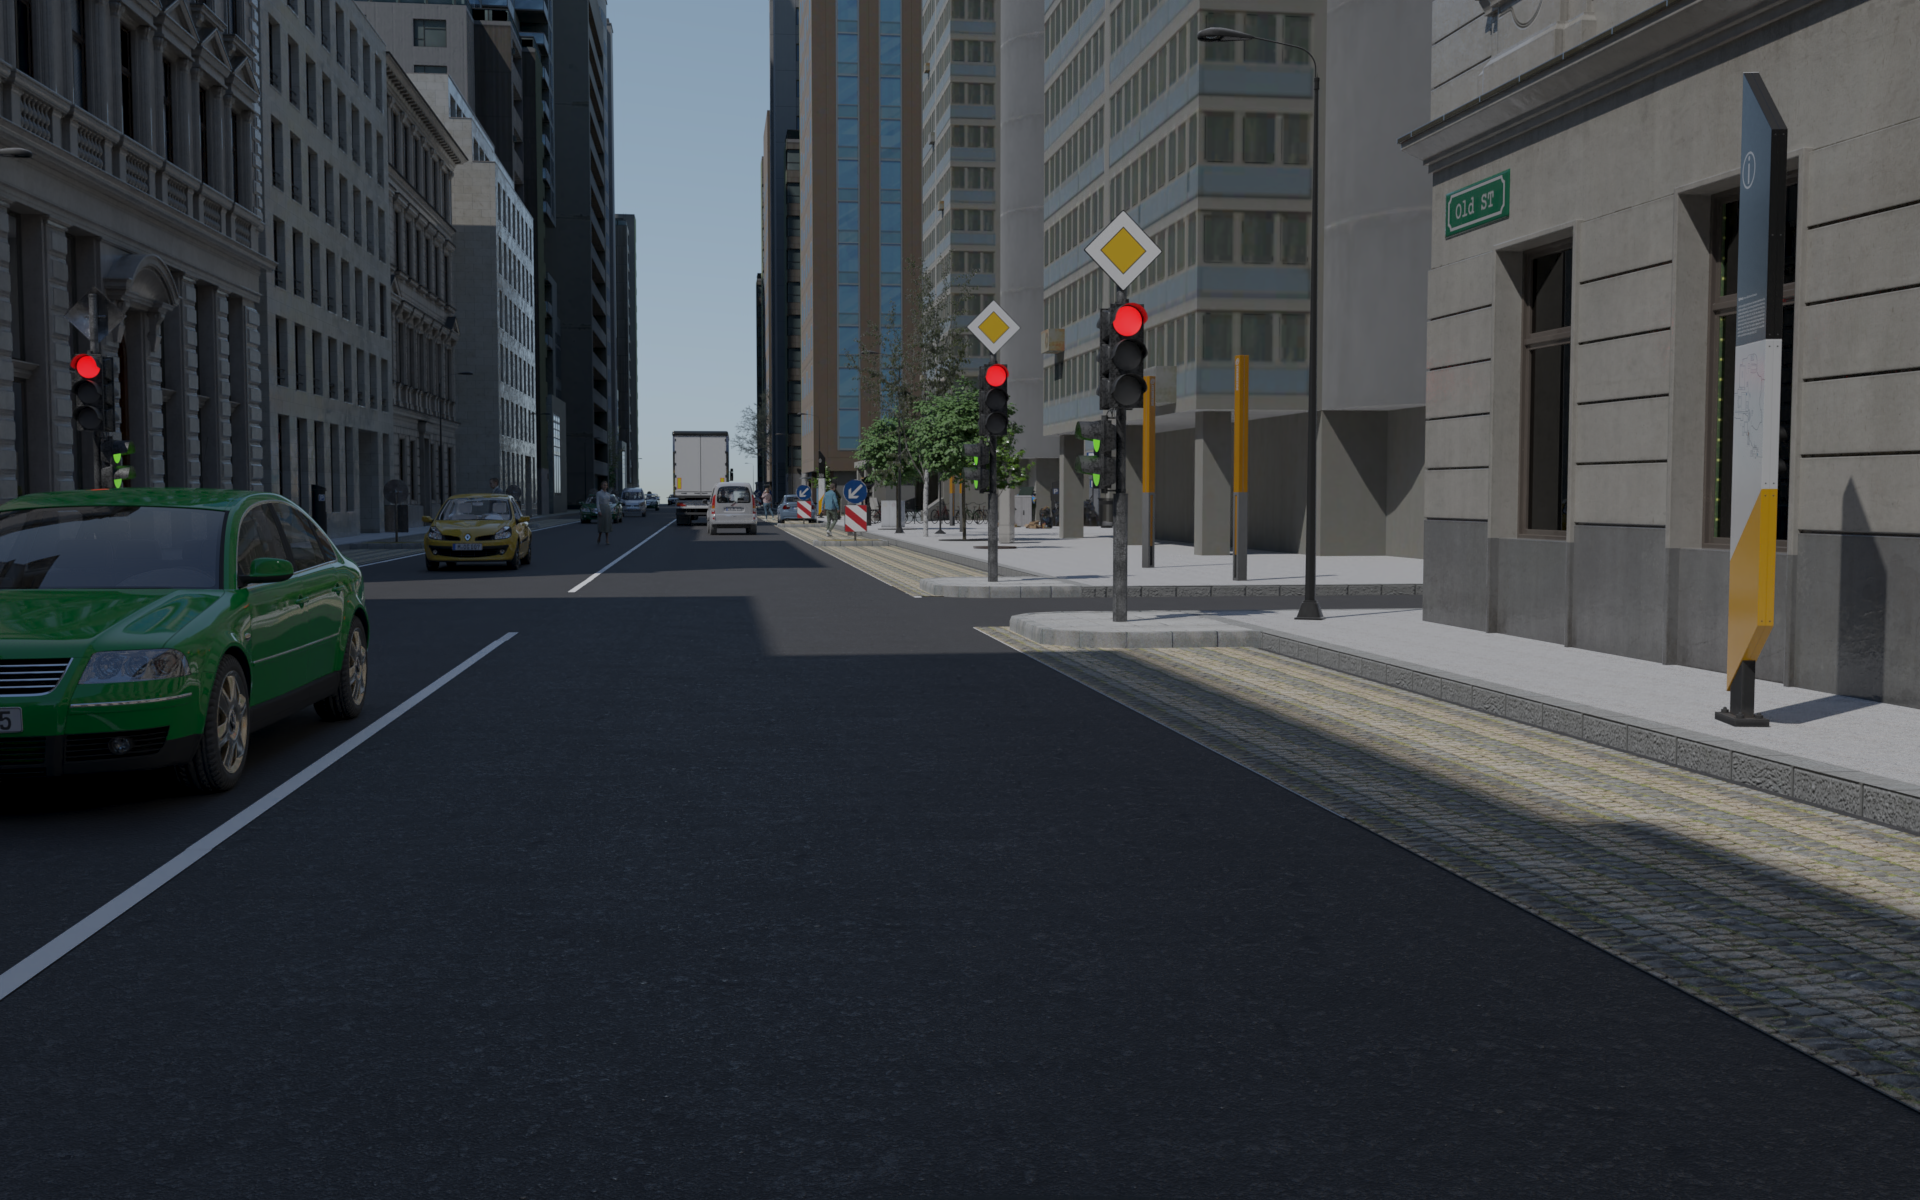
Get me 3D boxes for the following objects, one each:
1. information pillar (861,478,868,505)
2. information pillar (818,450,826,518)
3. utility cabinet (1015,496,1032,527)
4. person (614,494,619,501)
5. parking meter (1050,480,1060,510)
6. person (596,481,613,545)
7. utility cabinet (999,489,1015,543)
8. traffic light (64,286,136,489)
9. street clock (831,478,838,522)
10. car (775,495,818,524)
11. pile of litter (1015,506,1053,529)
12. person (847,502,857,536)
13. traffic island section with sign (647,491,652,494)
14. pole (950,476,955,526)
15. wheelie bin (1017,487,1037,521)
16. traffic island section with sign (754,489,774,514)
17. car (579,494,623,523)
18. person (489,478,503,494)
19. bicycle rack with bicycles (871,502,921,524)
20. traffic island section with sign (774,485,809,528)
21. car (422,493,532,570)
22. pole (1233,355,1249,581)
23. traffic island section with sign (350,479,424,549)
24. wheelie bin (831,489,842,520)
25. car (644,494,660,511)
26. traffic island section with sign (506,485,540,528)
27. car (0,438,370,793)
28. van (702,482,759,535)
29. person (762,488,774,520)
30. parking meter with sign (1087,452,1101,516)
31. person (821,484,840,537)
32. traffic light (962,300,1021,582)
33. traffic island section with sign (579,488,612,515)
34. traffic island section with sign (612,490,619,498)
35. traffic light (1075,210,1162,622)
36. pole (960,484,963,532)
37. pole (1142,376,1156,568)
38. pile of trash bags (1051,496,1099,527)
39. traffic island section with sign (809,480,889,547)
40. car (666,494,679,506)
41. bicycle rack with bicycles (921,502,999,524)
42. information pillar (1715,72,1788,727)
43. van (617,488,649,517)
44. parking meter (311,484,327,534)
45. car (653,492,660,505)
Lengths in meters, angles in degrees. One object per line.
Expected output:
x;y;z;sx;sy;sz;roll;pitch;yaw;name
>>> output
-4.304;-4.539;78.712;0.304;2.012;0.304;-2;4;-35;information pillar
-7.357;-6.171;92.249;0.183;3.616;0.504;-3;5;-45;information pillar
2.309;-3.491;68.245;1.020;1.237;0.306;0;4;-2;utility cabinet
-25.988;-7.254;130.364;0.557;1.426;1.065;3;5;44;person
3.962;-4.063;72.147;0.399;1.863;0.255;0;4;0;parking meter
-10.182;-2.487;49.384;0.478;1.798;0.641;-2;4;-31;person
1.210;-2.238;45.274;0.318;1.500;1.173;0;4;8;utility cabinet
-11.675;-2.113;23.474;0.839;4.253;0.868;0;4;-8;traffic light
-5.818;-4.614;80.016;0.358;2.002;0.471;-1;4;-10;street clock
-7.710;-4.274;81.875;2.014;1.417;4.499;0;4;-8;car
2.905;-3.079;64.315;1.176;0.858;1.719;2;4;26;pile of litter
-3.659;-3.123;59.364;0.447;1.846;0.655;-1;4;-8;person
-41.264;-13.575;230.570;1.989;1.847;2.006;0;4;-8;traffic island section with sign
-0.310;-4.633;69.595;0.158;3.312;0.155;0;3;0;pole
2.876;-4.073;74.501;0.980;1.594;0.693;2;4;29;wheelie bin
-13.959;-7.073;124.270;1.989;1.847;2.006;0;4;-8;traffic island section with sign
-17.777;-4.536;85.963;2.131;1.459;4.920;0;4;-7;car
-10.652;-1.906;39.792;0.853;1.813;0.709;-2;4;-30;person
-2.860;-3.765;74.938;2.925;0.926;2.852;-1;4;-16;bicycle rack with bicycles
-6.871;-4.038;74.646;1.989;1.847;2.006;0;4;-8;traffic island section with sign
-9.384;-1.445;33.845;2.015;1.641;3.980;-1;4;-9;car
4.143;-1.939;25.546;0.158;3.312;0.155;0;3;0;pole
-14.871;-2.262;45.613;1.989;1.847;2.006;0;4;-8;traffic island section with sign
-6.217;-4.782;86.096;0.693;1.594;0.980;0;4;1;wheelie bin
-26.932;-8.422;149.502;2.131;1.459;4.920;0;4;-8;car
-18.775;-3.935;72.963;1.989;1.847;2.006;0;4;-8;traffic island section with sign
-4.550;-0.049;9.603;1.959;1.807;4.718;0;4;-7;car
-8.187;-3.364;62.014;2.013;2.044;4.112;-1;4;-10;van
-10.363;-5.181;93.797;0.643;1.750;0.593;3;5;43;person
5.735;-4.714;73.338;0.543;3.016;1.738;1;4;12;parking meter with sign
-4.344;-3.005;57.972;0.601;1.785;0.444;3;5;43;person
0.462;-2.220;25.216;0.839;4.253;0.868;0;4;-8;traffic light
-25.803;-6.945;122.179;1.989;1.847;2.006;0;4;-8;traffic island section with sign
-29.680;-8.607;149.347;1.989;1.847;2.006;0;4;-8;traffic island section with sign
1.590;-1.736;17.310;0.839;4.253;0.868;0;4;-8;traffic light
0.084;-3.962;58.624;0.158;3.312;0.155;0;3;0;pole
3.274;-2.213;30.022;0.158;3.312;0.155;0;3;0;pole
5.240;-3.622;68.965;3.447;1.369;1.912;1;4;10;pile of trash bags
-3.063;-2.406;47.960;1.989;1.847;2.006;0;4;-8;traffic island section with sign
-35.975;-12.753;218.295;2.009;1.686;4.222;-1;4;-9;car
0.385;-3.708;74.003;2.852;0.926;2.925;-2;4;-28;bicycle rack with bicycles
4.366;-1.110;9.502;0.183;3.616;0.504;0;4;6;information pillar
-20.851;-6.322;110.375;2.013;2.044;4.112;-1;4;-10;van
-16.657;-2.239;45.023;0.372;1.533;0.369;0;3;0;parking meter
-41.838;-13.862;236.228;1.945;1.707;3.694;-1;4;-8;car
